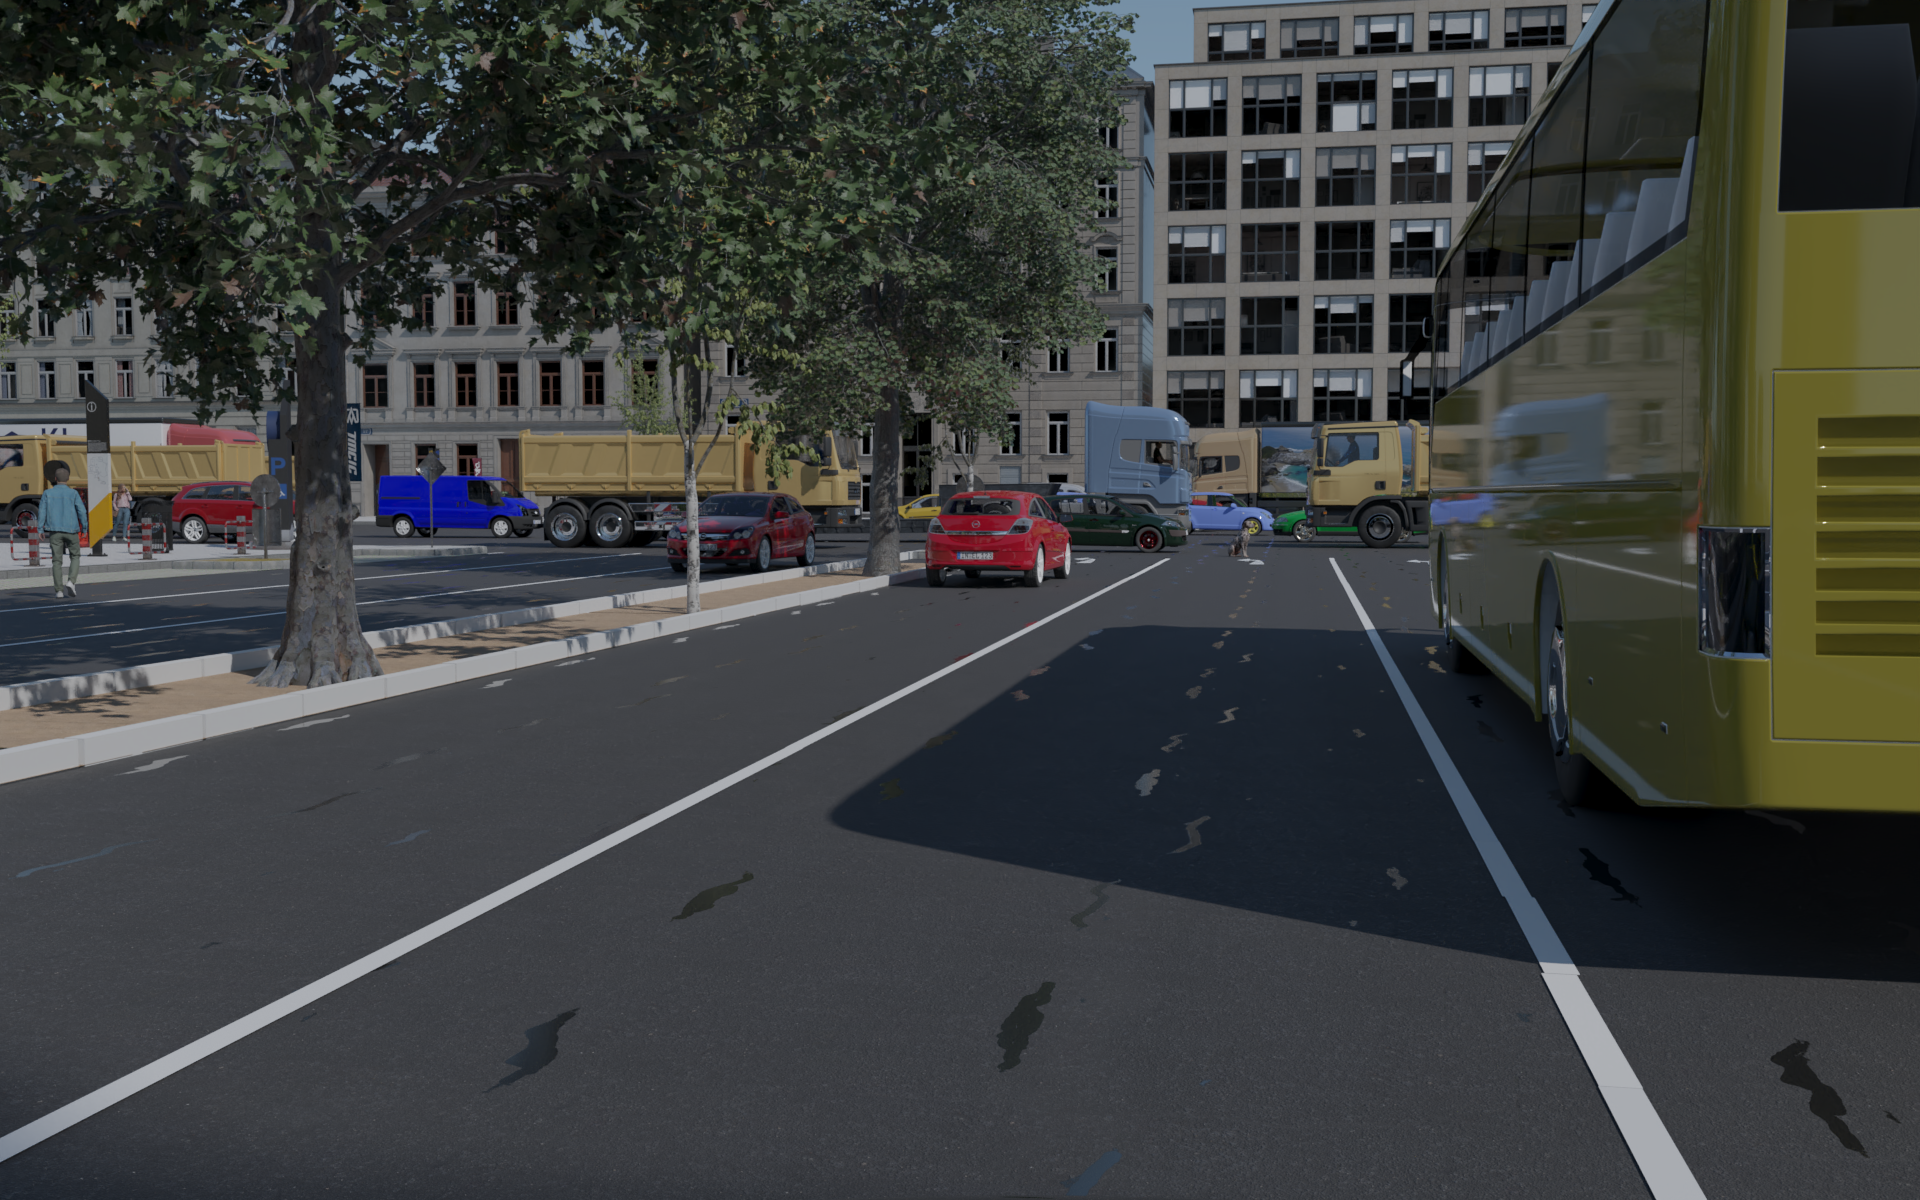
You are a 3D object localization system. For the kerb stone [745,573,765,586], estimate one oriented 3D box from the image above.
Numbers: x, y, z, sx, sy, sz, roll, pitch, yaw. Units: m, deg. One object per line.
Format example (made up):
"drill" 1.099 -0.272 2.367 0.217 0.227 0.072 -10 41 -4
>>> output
"kerb stone" -3.305 -0.304 27.171 0.120 0.150 1.000 1 4 11

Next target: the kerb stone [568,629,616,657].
"kerb stone" -3.391 0.400 15.679 0.120 0.150 1.000 1 4 11

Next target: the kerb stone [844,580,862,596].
"kerb stone" -1.627 -0.151 24.782 0.120 0.150 1.000 1 4 11

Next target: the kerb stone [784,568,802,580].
"kerb stone" -2.904 -0.428 29.195 0.120 0.150 1.000 1 4 11

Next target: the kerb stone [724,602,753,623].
"kerb stone" -2.601 0.155 19.728 0.120 0.150 1.000 1 4 11

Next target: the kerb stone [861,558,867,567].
"kerb stone" -1.928 -0.737 34.247 0.120 0.150 1.000 1 4 11

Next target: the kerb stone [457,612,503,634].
"kerb stone" -5.075 0.253 18.052 0.120 0.150 1.000 1 4 11

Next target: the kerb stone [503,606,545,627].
"kerb stone" -4.864 0.192 19.058 0.120 0.150 1.000 1 4 11

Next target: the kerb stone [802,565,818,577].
"kerb stone" -2.711 -0.490 30.204 0.120 0.150 1.000 1 4 11

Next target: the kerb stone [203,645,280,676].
"kerb stone" -5.854 0.501 14.004 0.120 0.150 1.000 1 4 11

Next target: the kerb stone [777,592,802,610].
"kerb stone" -2.215 0.027 21.749 0.120 0.150 1.000 1 4 11

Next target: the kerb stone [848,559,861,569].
"kerb stone" -2.123 -0.675 33.232 0.120 0.150 1.000 1 4 11

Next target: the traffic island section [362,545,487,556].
"traffic island section" -12.636 -1.168 41.381 2.009 0.180 2.903 1 4 11

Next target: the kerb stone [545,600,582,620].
"kerb stone" -4.675 0.133 20.076 0.120 0.150 1.000 1 4 11

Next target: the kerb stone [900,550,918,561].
"kerb stone" -1.144 -0.985 38.293 0.120 0.150 1.000 1 4 11

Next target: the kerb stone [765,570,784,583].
"kerb stone" -3.101 -0.366 28.186 0.120 0.150 1.000 1 4 11

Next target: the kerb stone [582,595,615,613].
"kerb stone" -4.482 0.068 21.085 0.120 0.150 1.000 1 4 11

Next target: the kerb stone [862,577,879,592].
"kerb stone" -1.420 -0.220 25.794 0.120 0.150 1.000 1 4 11

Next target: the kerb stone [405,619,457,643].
"kerb stone" -5.266 0.316 17.037 0.120 0.150 1.000 1 4 11

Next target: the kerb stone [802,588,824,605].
"kerb stone" -2.010 -0.035 22.762 0.120 0.150 1.000 1 4 11

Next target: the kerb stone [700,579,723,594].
"kerb stone" -3.694 -0.174 25.128 0.120 0.150 1.000 1 4 11

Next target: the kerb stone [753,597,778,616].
"kerb stone" -2.414 0.093 20.739 0.120 0.150 1.000 1 4 11

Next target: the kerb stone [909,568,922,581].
"kerb stone" -0.843 -0.405 28.825 0.120 0.150 1.000 1 4 11

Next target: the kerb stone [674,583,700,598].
"kerb stone" -3.886 -0.113 24.118 0.120 0.150 1.000 1 4 11

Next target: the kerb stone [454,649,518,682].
"kerb stone" -3.785 0.524 13.651 0.120 0.150 1.000 1 4 11

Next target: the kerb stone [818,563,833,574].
"kerb stone" -2.520 -0.552 31.214 0.120 0.150 1.000 1 4 11

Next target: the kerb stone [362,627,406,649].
"kerb stone" -5.457 0.378 16.023 0.120 0.150 1.000 1 4 11

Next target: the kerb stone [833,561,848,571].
"kerb stone" -2.315 -0.613 32.222 0.120 0.150 1.000 1 4 11

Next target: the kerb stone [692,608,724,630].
"kerb stone" -2.803 0.214 18.716 0.120 0.150 1.000 1 4 11

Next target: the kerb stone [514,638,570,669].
"kerb stone" -3.587 0.461 14.663 0.120 0.150 1.000 1 4 11

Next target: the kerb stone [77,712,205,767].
"kerb stone" -4.562 0.772 9.600 0.120 0.150 1.000 1 4 11

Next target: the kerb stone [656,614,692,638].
"kerb stone" -2.996 0.275 17.701 0.120 0.150 1.000 1 4 11

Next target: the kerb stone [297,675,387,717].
"kerb stone" -4.177 0.647 11.623 0.120 0.150 1.000 1 4 11

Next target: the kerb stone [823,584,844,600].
"kerb stone" -1.816 -0.096 23.771 0.120 0.150 1.000 1 4 11

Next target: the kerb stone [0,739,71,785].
"kerb stone" -4.767 0.833 8.582 0.120 0.150 1.000 1 4 11

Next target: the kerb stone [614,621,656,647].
"kerb stone" -3.191 0.337 16.692 0.120 0.150 1.000 1 4 11

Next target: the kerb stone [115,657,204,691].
"kerb stone" -6.055 0.563 12.995 0.120 0.150 1.000 1 4 11

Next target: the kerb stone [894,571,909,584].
"kerb stone" -1.035 -0.342 27.813 0.120 0.150 1.000 1 4 11

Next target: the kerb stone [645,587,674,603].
"kerb stone" -4.087 -0.056 23.110 0.120 0.150 1.000 1 4 11

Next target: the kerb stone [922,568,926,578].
"kerb stone" -0.640 -0.467 29.834 0.120 0.150 1.000 1 4 11

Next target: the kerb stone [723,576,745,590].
"kerb stone" -3.492 -0.242 26.145 0.120 0.150 1.000 1 4 11

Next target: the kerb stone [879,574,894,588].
"kerb stone" -1.229 -0.282 26.804 0.120 0.150 1.000 1 4 11

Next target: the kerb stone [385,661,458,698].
"kerb stone" -3.977 0.590 12.637 0.120 0.150 1.000 1 4 11

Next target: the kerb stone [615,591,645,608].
"kerb stone" -4.290 0.006 22.096 0.120 0.150 1.000 1 4 11

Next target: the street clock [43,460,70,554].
"street clock" -19.176 -1.972 36.815 0.471 2.002 0.358 0 4 5

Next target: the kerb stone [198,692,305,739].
"kerb stone" -4.367 0.710 10.613 0.120 0.150 1.000 1 4 11

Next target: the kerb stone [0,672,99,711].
"kerb stone" -6.247 0.625 11.982 0.120 0.150 1.000 1 4 11
